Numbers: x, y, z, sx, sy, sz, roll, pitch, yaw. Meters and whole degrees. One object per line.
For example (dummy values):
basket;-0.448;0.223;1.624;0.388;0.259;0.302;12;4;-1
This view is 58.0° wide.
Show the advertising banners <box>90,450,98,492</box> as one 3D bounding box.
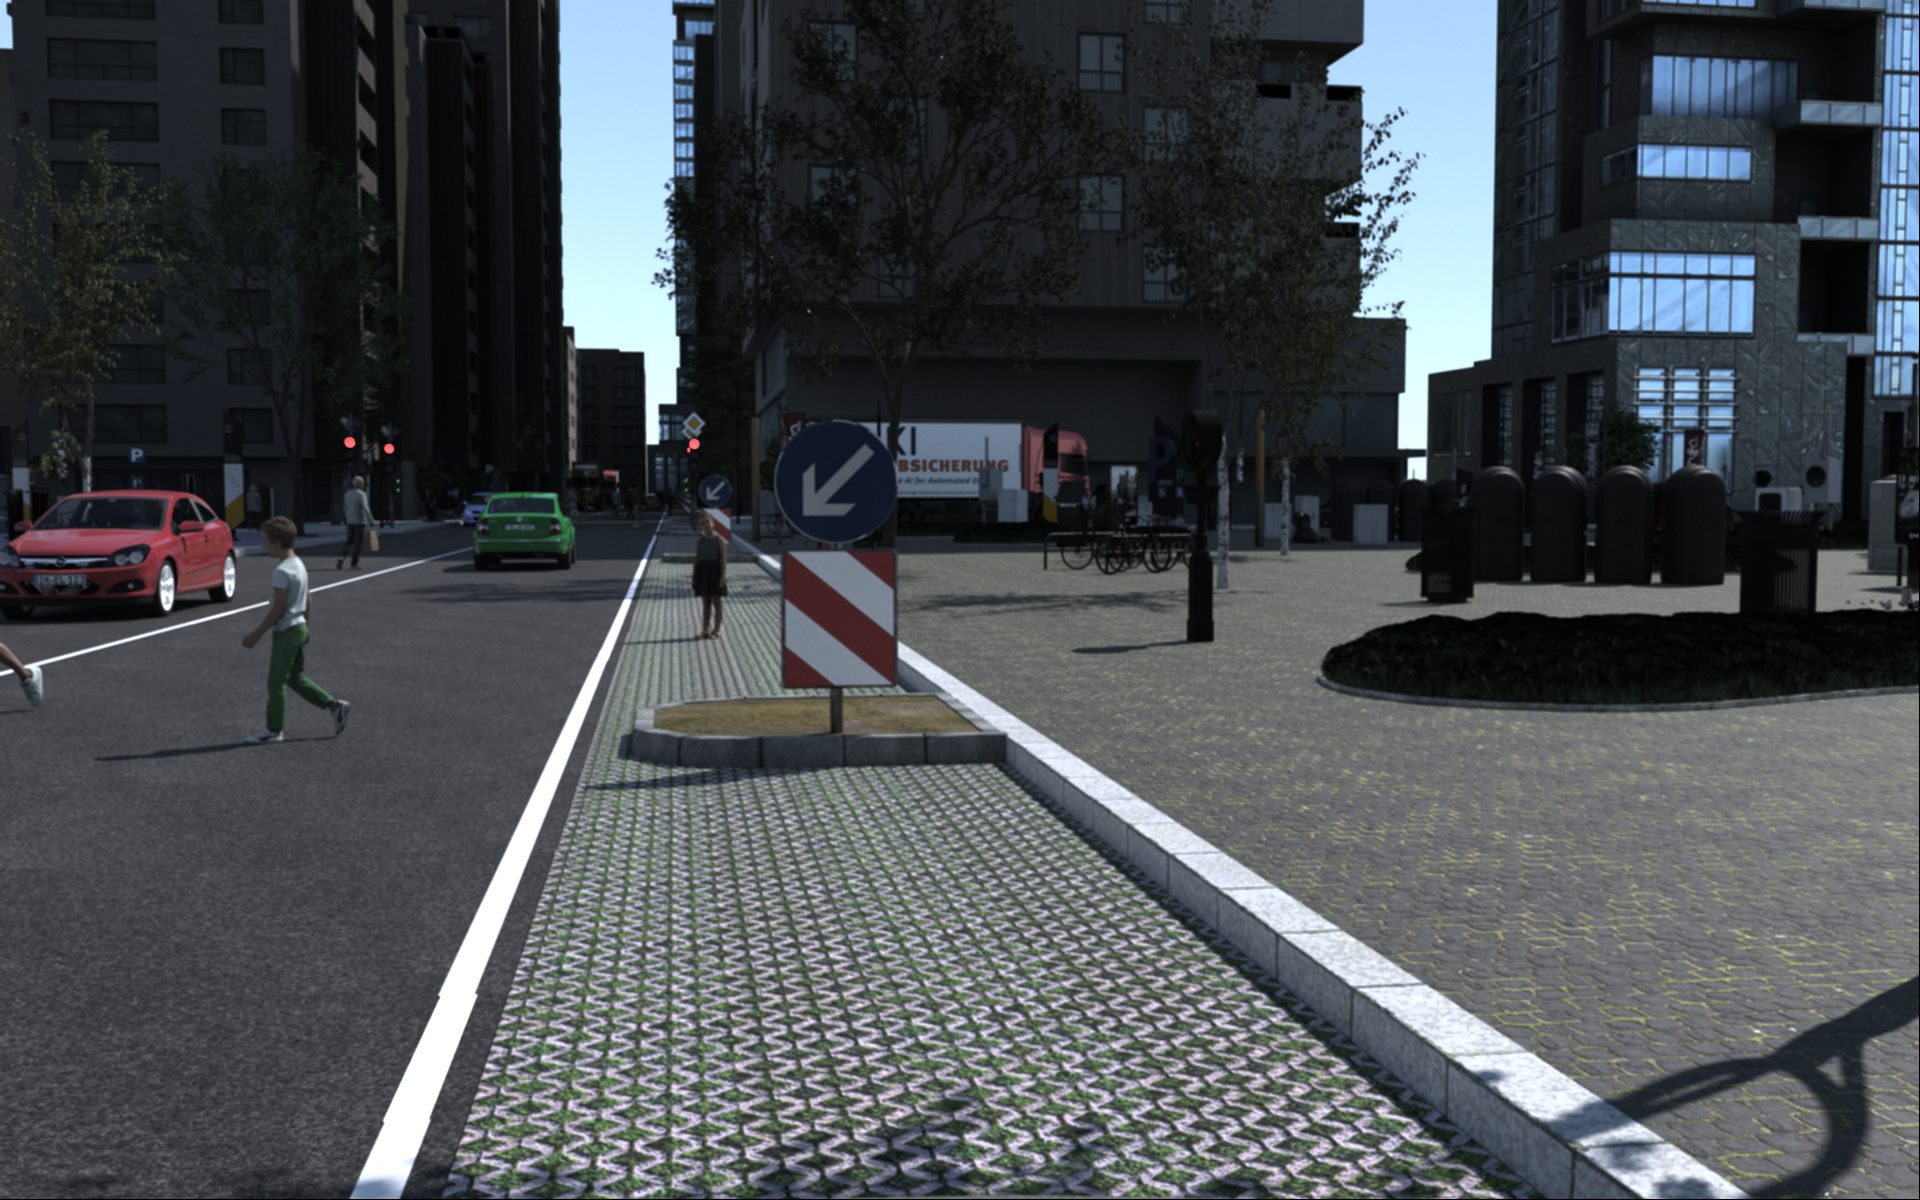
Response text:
advertising banners;-33.578;-4.350;67.304;0.090;3.025;2.074;-3;5;-39

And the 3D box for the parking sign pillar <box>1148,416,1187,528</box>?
parking sign pillar;7.037;-4.319;59.092;1.447;3.967;1.447;-3;5;-39

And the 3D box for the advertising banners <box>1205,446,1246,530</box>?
advertising banners;9.545;-4.036;62.184;2.074;3.025;0.090;-3;4;-37

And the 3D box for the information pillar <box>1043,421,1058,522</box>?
information pillar;2.922;-3.927;55.565;0.504;3.616;0.183;0;4;2

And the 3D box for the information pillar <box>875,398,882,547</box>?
information pillar;-1.960;-3.093;41.931;0.183;3.616;0.504;0;4;-3

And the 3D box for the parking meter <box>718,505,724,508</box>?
parking meter;-11.488;-4.742;83.243;0.255;1.863;0.399;0;4;-3

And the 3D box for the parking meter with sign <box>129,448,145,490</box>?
parking meter with sign;-31.538;-4.293;66.453;0.543;3.016;1.738;-2;4;-25

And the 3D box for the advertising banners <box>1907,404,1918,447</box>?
advertising banners;18.779;-2.359;34.755;0.090;3.025;2.074;1;4;9

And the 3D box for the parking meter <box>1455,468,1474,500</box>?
parking meter;11.449;-2.053;39.274;0.399;1.863;0.255;1;4;8

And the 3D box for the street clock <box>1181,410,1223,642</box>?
street clock;2.098;-0.642;15.064;0.358;2.002;0.471;-1;4;-10

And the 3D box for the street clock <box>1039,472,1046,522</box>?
street clock;2.778;-3.246;57.639;0.358;2.002;0.471;1;4;12

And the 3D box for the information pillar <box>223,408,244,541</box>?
information pillar;-19.881;-3.426;47.373;0.504;3.616;0.183;0;4;-8

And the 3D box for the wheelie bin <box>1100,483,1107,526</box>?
wheelie bin;4.041;-2.430;47.631;0.980;1.594;0.693;-3;5;-41

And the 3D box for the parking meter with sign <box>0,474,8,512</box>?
parking meter with sign;-37.360;-4.339;67.197;0.543;3.016;1.738;2;4;34

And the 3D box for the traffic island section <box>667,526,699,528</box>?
traffic island section;-10.346;-2.743;67.129;2.009;0.180;2.903;-1;4;-9

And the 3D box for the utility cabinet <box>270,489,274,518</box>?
utility cabinet;-28.075;-3.704;69.236;0.318;1.500;1.173;3;5;42

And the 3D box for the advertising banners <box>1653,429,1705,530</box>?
advertising banners;19.103;-3.114;47.105;2.074;3.025;0.090;1;4;20

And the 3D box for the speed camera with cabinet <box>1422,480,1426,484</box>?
speed camera with cabinet;29.872;-7.238;112.672;0.660;3.252;2.038;-1;4;-15

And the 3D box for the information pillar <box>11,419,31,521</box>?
information pillar;-29.471;-3.855;54.392;0.504;3.616;0.183;0;4;-4

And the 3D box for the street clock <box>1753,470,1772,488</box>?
street clock;24.574;-2.967;53.086;0.358;2.002;0.471;-3;5;-42

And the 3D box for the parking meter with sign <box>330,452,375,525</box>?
parking meter with sign;-25.336;-4.643;72.178;1.738;3.016;0.543;-3;4;-38

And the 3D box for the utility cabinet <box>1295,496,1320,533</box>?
utility cabinet;11.590;-2.853;57.809;1.020;1.237;0.306;-3;5;-43

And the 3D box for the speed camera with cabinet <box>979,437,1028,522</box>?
speed camera with cabinet;1.490;-3.987;59.525;0.660;3.252;2.038;-3;4;-37

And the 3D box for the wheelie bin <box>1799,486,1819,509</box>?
wheelie bin;31.914;-3.509;65.273;0.980;1.594;0.693;2;4;34

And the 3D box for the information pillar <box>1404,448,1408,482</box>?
information pillar;22.484;-5.905;87.900;0.504;3.616;0.183;3;4;37

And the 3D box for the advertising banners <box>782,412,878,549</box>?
advertising banners;-2.786;-2.503;37.107;2.074;3.025;0.090;0;4;5

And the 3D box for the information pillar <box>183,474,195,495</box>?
information pillar;-28.872;-3.694;64.882;0.304;2.012;0.304;3;4;38

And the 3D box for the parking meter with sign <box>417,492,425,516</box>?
parking meter with sign;-31.654;-6.351;100.096;1.738;3.016;0.543;2;4;29

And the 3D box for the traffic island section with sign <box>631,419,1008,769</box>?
traffic island section with sign;-0.881;-0.081;9.958;1.989;1.847;2.006;-1;4;-9

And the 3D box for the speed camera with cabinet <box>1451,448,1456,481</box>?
speed camera with cabinet;21.051;-4.822;73.181;0.660;3.252;2.038;1;4;18

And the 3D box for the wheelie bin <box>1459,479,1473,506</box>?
wheelie bin;11.181;-1.778;36.981;0.980;1.594;0.693;1;4;10

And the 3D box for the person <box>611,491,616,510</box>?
person;-31.579;-9.085;157.777;0.721;1.736;1.217;0;4;7

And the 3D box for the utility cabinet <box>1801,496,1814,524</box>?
utility cabinet;25.995;-2.610;53.838;0.306;1.237;1.020;-2;4;-31

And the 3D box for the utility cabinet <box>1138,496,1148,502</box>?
utility cabinet;6.754;-3.094;61.756;1.020;1.237;0.306;2;4;32

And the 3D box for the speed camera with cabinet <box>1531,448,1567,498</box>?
speed camera with cabinet;25.565;-4.927;74.897;0.660;3.252;2.038;-1;4;-17

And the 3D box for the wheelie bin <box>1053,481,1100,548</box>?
wheelie bin;2.658;-2.024;40.993;0.980;1.594;0.693;2;4;27

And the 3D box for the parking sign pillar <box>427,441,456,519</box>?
parking sign pillar;-26.489;-6.109;88.354;1.447;3.967;1.447;2;4;30

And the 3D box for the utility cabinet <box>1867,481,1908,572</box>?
utility cabinet;15.424;-1.189;28.124;0.318;1.500;1.173;-3;4;-38

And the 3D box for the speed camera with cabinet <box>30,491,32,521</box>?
speed camera with cabinet;-43.464;-5.302;81.021;2.038;3.252;0.660;0;4;-3

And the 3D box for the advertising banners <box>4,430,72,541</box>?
advertising banners;-25.120;-3.121;47.223;2.074;3.025;0.090;1;4;9

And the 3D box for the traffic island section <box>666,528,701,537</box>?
traffic island section;-9.041;-2.261;59.251;2.009;0.180;2.903;-1;4;-9

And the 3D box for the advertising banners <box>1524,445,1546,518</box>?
advertising banners;19.977;-4.028;62.041;2.074;3.025;0.090;0;4;-7

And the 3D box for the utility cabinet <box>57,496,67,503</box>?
utility cabinet;-26.090;-2.441;51.077;1.020;1.237;0.306;1;4;15

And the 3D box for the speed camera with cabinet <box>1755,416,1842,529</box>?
speed camera with cabinet;21.541;-3.072;44.556;0.660;3.252;2.038;-2;4;-30

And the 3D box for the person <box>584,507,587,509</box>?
person;-36.861;-9.843;169.874;0.683;1.767;0.568;2;4;33
